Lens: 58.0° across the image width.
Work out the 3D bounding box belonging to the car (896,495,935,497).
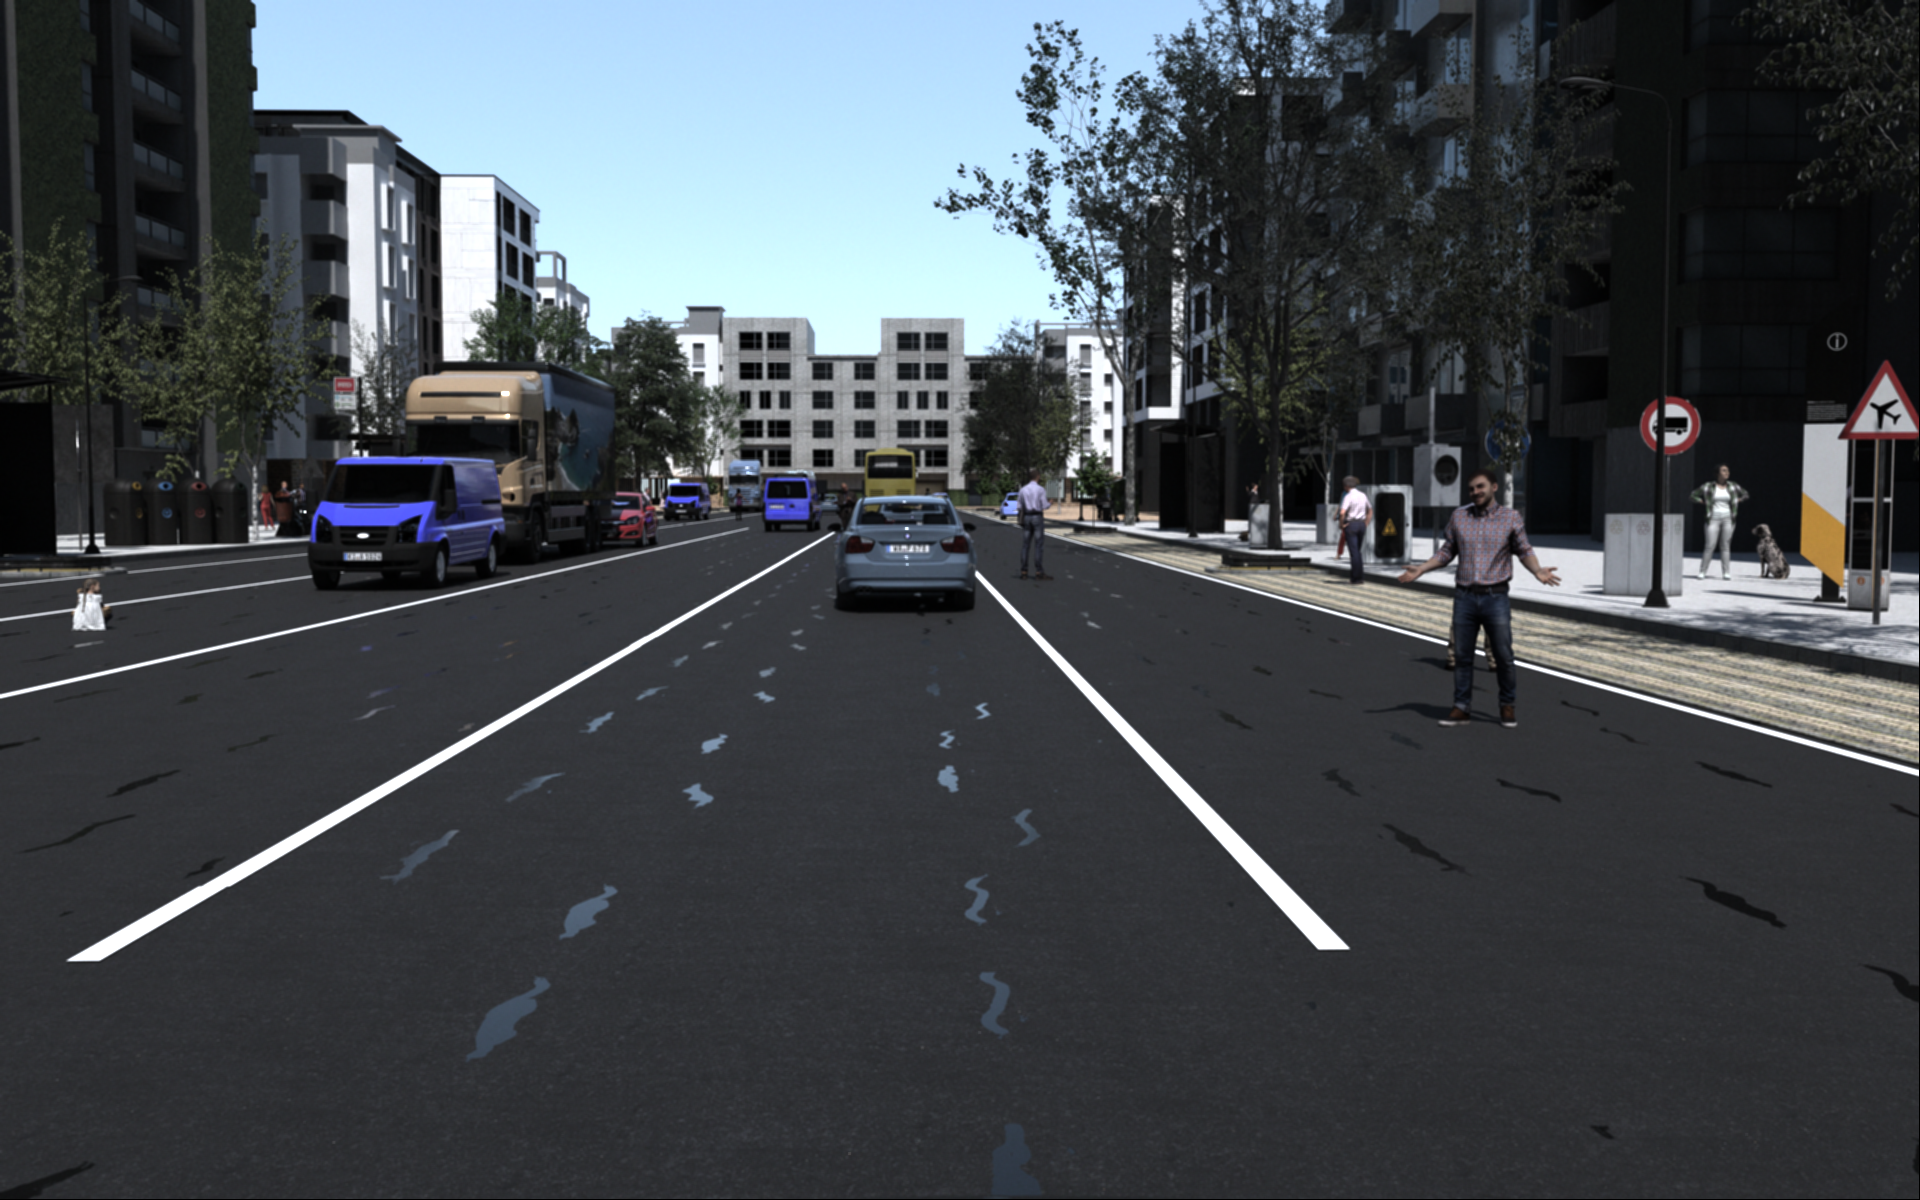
[{"bbox_3d":[-1.142,-1.699,39.778,2.014,1.417,4.499,0,4,-3],"label":"car"}]

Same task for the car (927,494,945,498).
[{"bbox_3d":[-1.794,-6.979,126.108,2.014,1.417,4.499,0,4,-2],"label":"car"}]

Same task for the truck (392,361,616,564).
[{"bbox_3d":[-9.926,-3.058,38.911,2.839,4.237,11.283,0,4,-1],"label":"truck"}]

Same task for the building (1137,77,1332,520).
[{"bbox_3d":[26.755,-15.777,101.924,27.936,21.610,32.646,0,4,-2],"label":"building"}]

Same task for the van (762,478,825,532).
[{"bbox_3d":[-6.515,-3.869,67.650,2.240,2.365,5.245,0,4,0],"label":"van"}]

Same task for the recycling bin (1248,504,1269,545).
[{"bbox_3d":[7.661,-1.904,43.684,0.722,1.027,0.722,0,4,5],"label":"recycling bin"}]

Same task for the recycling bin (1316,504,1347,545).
[{"bbox_3d":[9.542,-1.931,44.133,0.722,1.027,0.722,-1,4,-11],"label":"recycling bin"}]

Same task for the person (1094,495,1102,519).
[{"bbox_3d":[7.410,-5.129,89.922,1.348,1.822,0.705,-2,4,-29],"label":"person"}]

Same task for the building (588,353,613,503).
[{"bbox_3d":[-51.183,-19.166,179.818,31.486,18.905,16.747,0,4,-2],"label":"building"}]

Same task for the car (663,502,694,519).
[{"bbox_3d":[-16.303,-5.437,101.468,1.945,1.354,3.894,0,4,-1],"label":"car"}]

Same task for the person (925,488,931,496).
[{"bbox_3d":[-2.454,-7.477,130.375,0.705,1.869,1.348,3,5,41],"label":"person"}]

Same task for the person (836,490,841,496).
[{"bbox_3d":[-10.074,-8.258,144.200,1.217,1.739,0.721,-2,4,-33],"label":"person"}]

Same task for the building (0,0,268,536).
[{"bbox_3d":[-35.313,-23.211,63.102,14.154,41.232,14.086,0,4,-2],"label":"building"}]

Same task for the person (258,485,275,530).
[{"bbox_3d":[-24.909,-3.330,62.186,0.593,1.614,0.444,-2,4,-23],"label":"person"}]

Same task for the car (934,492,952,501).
[{"bbox_3d":[-1.583,-7.684,135.216,1.945,1.707,3.694,0,4,-4],"label":"car"}]

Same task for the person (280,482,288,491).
[{"bbox_3d":[-25.916,-3.672,66.627,0.434,1.755,0.990,0,4,6],"label":"person"}]

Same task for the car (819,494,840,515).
[{"bbox_3d":[-9.331,-6.744,122.269,2.014,1.417,4.499,0,4,-3],"label":"car"}]

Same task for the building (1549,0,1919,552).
[{"bbox_3d":[22.865,-16.667,44.208,14.160,30.474,14.107,0,4,-2],"label":"building"}]

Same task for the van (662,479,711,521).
[{"bbox_3d":[-14.784,-5.480,93.983,2.240,2.365,5.245,0,4,-1],"label":"van"}]

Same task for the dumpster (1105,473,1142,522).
[{"bbox_3d":[7.523,-4.713,79.544,1.502,2.255,1.985,0,4,-2],"label":"dumpster"}]

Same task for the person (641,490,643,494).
[{"bbox_3d":[-23.084,-7.206,124.598,1.217,1.736,0.721,-3,5,-43],"label":"person"}]

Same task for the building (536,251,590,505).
[{"bbox_3d":[-36.714,-17.422,141.276,11.380,20.091,16.016,0,4,-2],"label":"building"}]

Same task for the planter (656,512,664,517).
[{"bbox_3d":[-18.692,-5.335,108.367,1.991,0.319,1.994,0,4,-2],"label":"planter"}]

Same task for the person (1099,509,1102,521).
[{"bbox_3d":[6.793,-4.576,82.322,0.566,1.644,0.517,0,4,-4],"label":"person"}]

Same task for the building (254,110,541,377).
[{"bbox_3d":[-43.572,-16.178,108.478,27.936,21.610,32.646,0,4,-2],"label":"building"}]

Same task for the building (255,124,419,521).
[{"bbox_3d":[-36.056,-14.090,86.795,16.016,20.091,11.380,0,4,-2],"label":"building"}]

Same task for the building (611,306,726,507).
[{"bbox_3d":[-29.758,-19.814,180.382,11.380,20.091,16.016,0,4,-2],"label":"building"}]

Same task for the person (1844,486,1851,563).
[{"bbox_3d":[16.566,-1.526,31.926,0.436,1.711,0.756,-3,4,-37],"label":"person"}]

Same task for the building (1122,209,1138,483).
[{"bbox_3d":[26.234,-17.782,134.716,27.936,21.610,32.646,0,4,-2],"label":"building"}]

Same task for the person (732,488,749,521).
[{"bbox_3d":[-11.903,-5.166,93.653,1.217,1.739,0.721,3,4,36],"label":"person"}]

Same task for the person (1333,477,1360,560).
[{"bbox_3d":[7.585,-1.584,33.638,0.593,1.614,0.444,2,4,33],"label":"person"}]

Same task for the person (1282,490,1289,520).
[{"bbox_3d":[15.644,-4.789,84.889,0.990,1.755,0.434,0,4,4],"label":"person"}]

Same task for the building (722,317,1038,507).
[{"bbox_3d":[-8.241,-19.296,181.942,31.486,18.905,16.747,0,4,-2],"label":"building"}]

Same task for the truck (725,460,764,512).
[{"bbox_3d":[-17.354,-9.411,143.630,2.967,4.110,18.799,0,4,-3],"label":"truck"}]

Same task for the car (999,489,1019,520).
[{"bbox_3d":[3.134,-5.325,96.660,1.945,1.707,3.694,0,4,-2],"label":"car"}]

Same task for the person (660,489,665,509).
[{"bbox_3d":[-25.332,-8.598,147.291,0.621,1.740,0.551,-2,4,-34],"label":"person"}]

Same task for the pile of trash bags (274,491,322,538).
[{"bbox_3d":[-19.803,-2.604,52.336,1.912,1.369,3.447,0,4,2],"label":"pile of trash bags"}]

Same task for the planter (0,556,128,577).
[{"bbox_3d":[-16.057,-0.594,30.854,1.991,0.319,1.994,0,4,-2],"label":"planter"}]

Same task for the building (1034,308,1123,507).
[{"bbox_3d":[13.807,-19.926,182.203,11.380,20.091,16.016,0,4,-2],"label":"building"}]

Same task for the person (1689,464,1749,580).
[{"bbox_3d":[11.406,-1.177,26.017,0.841,1.734,0.376,1,4,18],"label":"person"}]

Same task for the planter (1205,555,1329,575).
[{"bbox_3d":[5.507,-0.636,31.536,1.991,0.319,1.994,0,4,-2],"label":"planter"}]

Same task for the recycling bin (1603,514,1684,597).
[{"bbox_3d":[8.625,-0.569,21.864,0.722,1.027,0.722,-3,5,-41],"label":"recycling bin"}]

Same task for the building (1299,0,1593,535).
[{"bbox_3d":[26.978,-27.331,66.464,23.786,49.044,30.456,0,4,-2],"label":"building"}]

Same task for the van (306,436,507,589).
[{"bbox_3d":[-8.828,-1.436,27.857,2.240,2.365,5.245,0,4,-2],"label":"van"}]

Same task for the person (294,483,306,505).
[{"bbox_3d":[-27.450,-4.002,72.305,0.431,1.722,0.655,3,4,36],"label":"person"}]

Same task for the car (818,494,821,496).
[{"bbox_3d":[-12.702,-8.724,152.427,2.009,1.686,4.222,0,4,-2],"label":"car"}]

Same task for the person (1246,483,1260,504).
[{"bbox_3d":[11.824,-3.849,69.779,0.445,1.727,0.742,2,4,32],"label":"person"}]

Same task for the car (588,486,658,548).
[{"bbox_3d":[-9.378,-2.353,47.508,2.155,1.783,4.494,0,4,-3],"label":"car"}]

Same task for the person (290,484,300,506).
[{"bbox_3d":[-28.444,-4.149,74.601,0.841,1.734,0.376,0,4,-1],"label":"person"}]

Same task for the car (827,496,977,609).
[{"bbox_3d":[-0.754,-0.663,22.843,2.014,1.417,4.499,0,4,-3],"label":"car"}]
